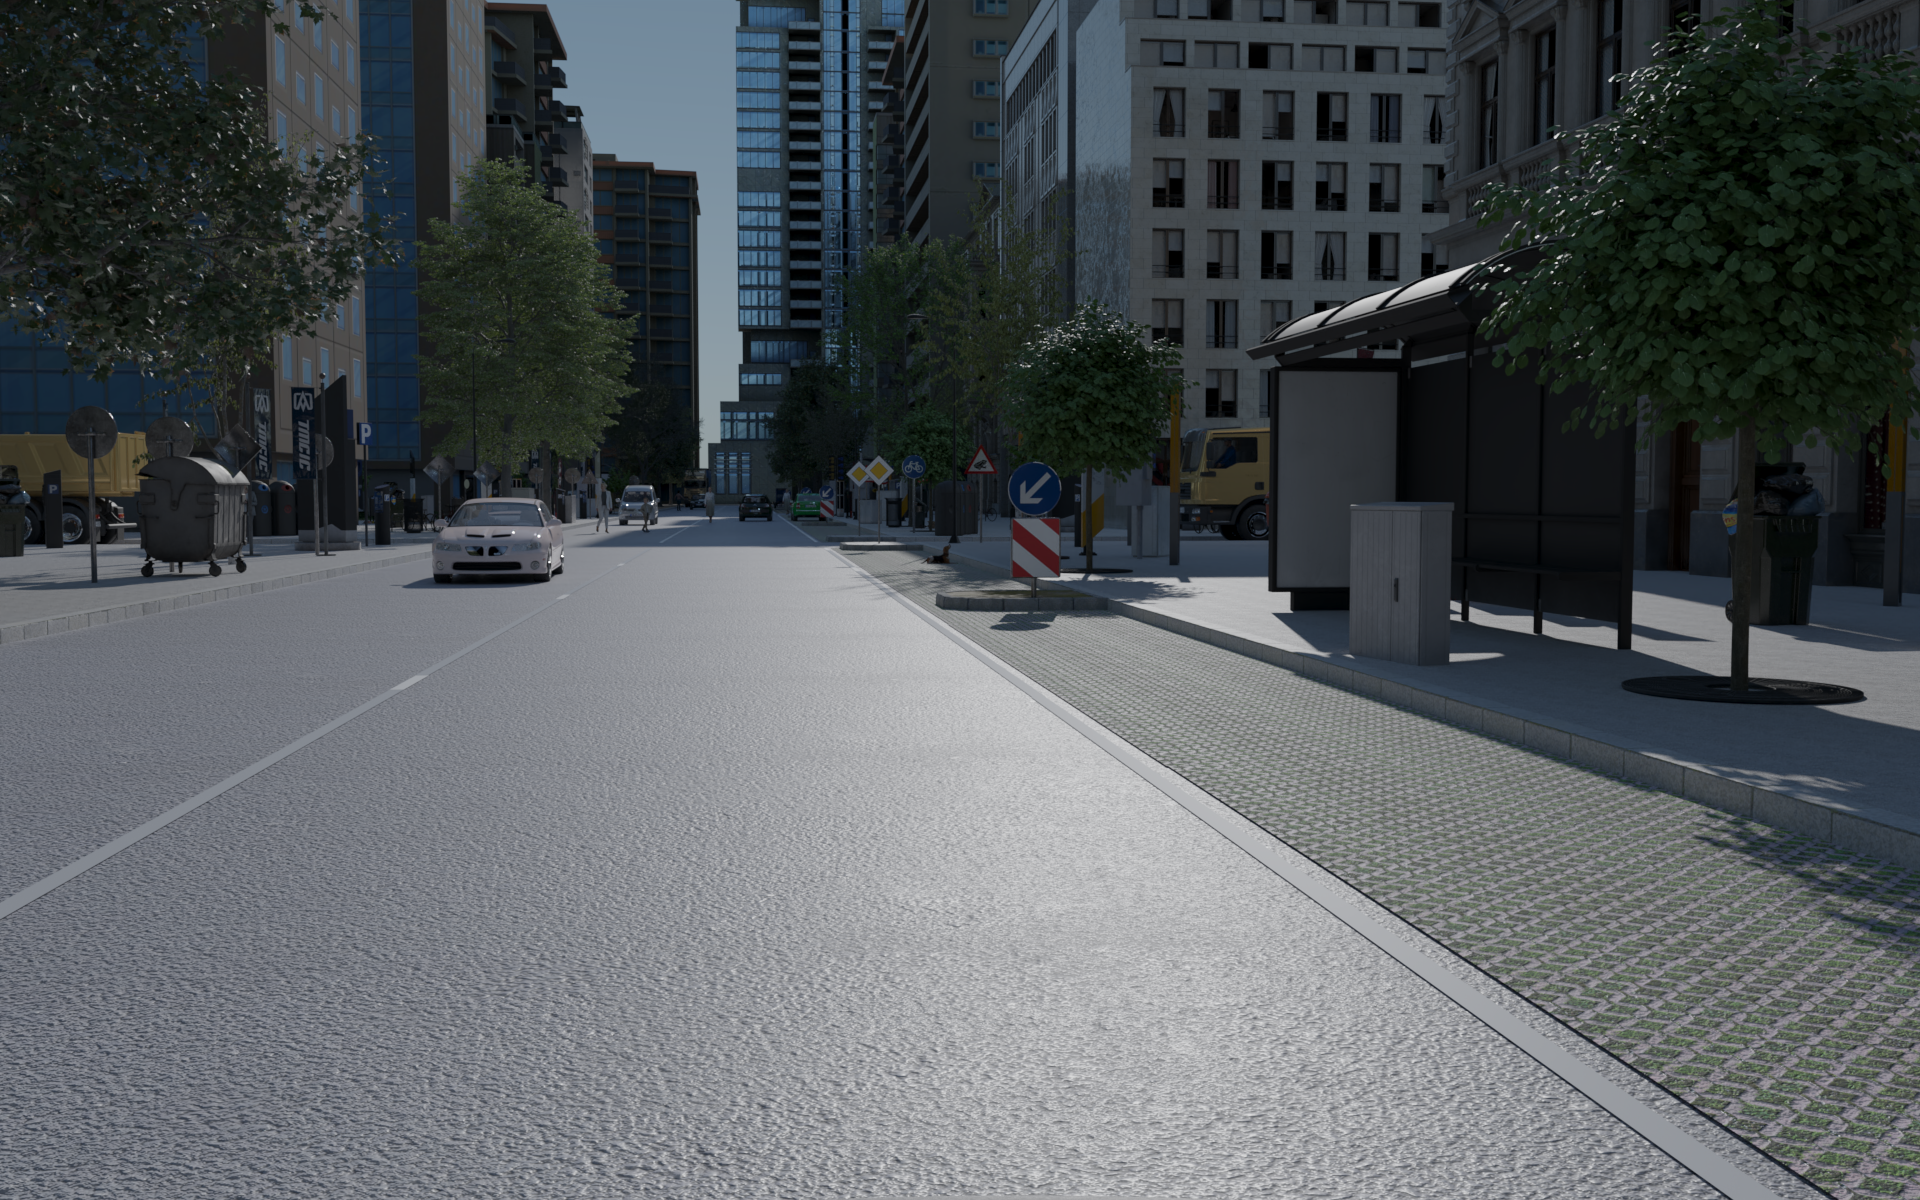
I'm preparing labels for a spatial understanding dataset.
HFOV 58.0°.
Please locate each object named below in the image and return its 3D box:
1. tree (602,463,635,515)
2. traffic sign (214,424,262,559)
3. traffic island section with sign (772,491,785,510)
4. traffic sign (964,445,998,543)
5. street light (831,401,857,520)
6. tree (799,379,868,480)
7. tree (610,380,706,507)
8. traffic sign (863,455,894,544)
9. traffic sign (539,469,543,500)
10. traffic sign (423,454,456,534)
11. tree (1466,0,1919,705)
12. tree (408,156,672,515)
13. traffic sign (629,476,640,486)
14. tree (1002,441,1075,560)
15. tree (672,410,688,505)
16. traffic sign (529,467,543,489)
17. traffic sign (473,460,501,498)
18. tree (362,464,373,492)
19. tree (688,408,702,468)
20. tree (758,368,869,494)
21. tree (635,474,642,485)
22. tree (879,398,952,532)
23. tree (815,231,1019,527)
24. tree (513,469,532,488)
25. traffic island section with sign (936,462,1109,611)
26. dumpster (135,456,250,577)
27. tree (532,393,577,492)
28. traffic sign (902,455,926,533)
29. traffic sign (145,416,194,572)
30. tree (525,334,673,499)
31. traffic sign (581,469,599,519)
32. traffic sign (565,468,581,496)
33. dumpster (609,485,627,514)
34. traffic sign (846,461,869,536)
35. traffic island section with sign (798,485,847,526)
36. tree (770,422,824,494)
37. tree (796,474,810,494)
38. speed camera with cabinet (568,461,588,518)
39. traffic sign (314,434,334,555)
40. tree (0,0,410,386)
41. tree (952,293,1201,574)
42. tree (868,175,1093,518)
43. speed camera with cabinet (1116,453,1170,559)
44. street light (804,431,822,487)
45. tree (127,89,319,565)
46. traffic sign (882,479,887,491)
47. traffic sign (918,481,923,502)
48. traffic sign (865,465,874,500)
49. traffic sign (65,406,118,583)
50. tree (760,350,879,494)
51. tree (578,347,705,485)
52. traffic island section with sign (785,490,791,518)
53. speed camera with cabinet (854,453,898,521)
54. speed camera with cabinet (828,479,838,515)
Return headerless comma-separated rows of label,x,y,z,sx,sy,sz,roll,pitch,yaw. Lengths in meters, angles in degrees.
tree,-21.878,-6.990,108.894,1.663,3.219,1.824,0,3,0
traffic sign,-11.863,-1.669,28.480,0.795,2.450,0.064,0,4,0
traffic island section with sign,-18.725,-10.517,180.577,1.989,1.847,2.006,0,4,-7
traffic sign,0.551,-2.779,45.436,0.884,2.594,0.081,0,4,-4
street light,-5.714,-6.943,86.067,1.470,5.913,1.316,0,4,-7
tree,-8.253,-10.080,115.165,4.360,8.622,3.978,0,3,0
tree,-30.413,-15.719,174.010,9.611,12.733,9.660,0,3,0
traffic sign,-2.099,-2.518,44.816,0.795,2.450,0.064,0,4,-7
traffic sign,-20.733,-5.225,85.533,0.768,2.556,0.104,0,4,-2
traffic sign,-13.064,-2.438,43.497,0.795,2.450,0.064,0,4,-7
tree,5.097,-1.670,11.022,4.285,4.588,4.351,0,3,0
tree,-15.125,-8.604,58.798,7.486,12.596,7.792,0,3,0
traffic sign,-22.538,-7.323,119.832,0.768,2.556,0.104,0,4,-5
tree,1.547,-2.428,34.298,1.663,3.219,1.824,0,3,0
tree,-16.471,-9.316,70.442,7.486,12.596,7.792,0,3,0
traffic sign,-20.154,-5.037,82.467,0.768,2.556,0.104,0,4,-2
traffic sign,-14.036,-2.922,51.423,0.795,2.450,0.064,0,4,-7
tree,-32.084,-5.989,92.514,1.663,3.219,1.824,0,3,0
tree,-33.918,-17.372,202.164,7.486,12.596,7.792,0,3,0
tree,-13.641,-15.339,161.157,12.009,13.543,11.850,0,3,0
tree,-24.692,-8.203,128.728,1.663,3.219,1.824,0,3,0
tree,-0.942,-4.610,59.090,4.285,4.588,4.351,0,3,0
tree,-1.719,-8.666,67.448,9.928,11.665,9.643,0,3,0
tree,-29.327,-7.342,114.646,1.663,3.219,1.824,0,3,0
traffic island section with sign,0.723,-0.822,22.060,1.989,1.847,2.006,0,4,-7
dumpster,-12.127,-1.324,27.402,1.264,1.857,1.865,0,4,-7
tree,-28.189,-10.378,120.050,4.737,8.622,4.395,0,3,0
traffic sign,-1.510,-3.461,56.698,0.768,2.556,0.104,0,4,-4
traffic sign,-12.961,-1.731,28.410,0.768,2.556,0.104,0,4,-5
tree,-21.049,-10.113,99.755,8.767,10.594,7.601,-3,5,-39
traffic sign,-19.197,-5.496,89.867,0.884,2.594,0.081,0,4,-4
traffic sign,-18.756,-5.123,83.872,0.768,2.556,0.104,0,4,-5
dumpster,-25.017,-7.492,124.995,1.502,2.255,1.985,0,4,-7
traffic sign,-3.071,-3.003,52.742,0.795,2.450,0.064,0,4,-7
traffic island section with sign,-6.136,-4.242,77.977,1.989,1.847,2.006,0,4,-7
tree,-17.496,-16.860,193.794,7.486,12.596,7.792,0,3,0
tree,-18.744,-15.499,203.765,4.737,8.622,4.395,0,3,0
speed camera with cabinet,-20.354,-5.982,92.147,0.660,3.252,2.038,-2,4,-26
traffic sign,-13.591,-2.229,36.543,0.768,2.556,0.104,0,4,-1
tree,-11.319,-6.197,18.328,9.611,12.733,9.660,0,3,0
tree,2.220,-2.735,28.432,4.285,4.588,4.351,0,3,0
tree,1.193,-5.454,39.531,4.737,8.622,4.395,0,3,0
speed camera with cabinet,3.710,-2.484,34.955,0.660,3.252,2.038,1,4,23
street light,-10.711,-9.439,126.871,1.470,5.913,1.316,0,4,-7
tree,-13.457,-4.962,31.483,4.360,8.622,3.978,0,3,0
traffic sign,-4.066,-5.648,92.449,0.768,2.556,0.104,0,4,1
traffic sign,-1.716,-4.732,77.469,0.768,2.556,0.104,0,4,-5
traffic sign,-4.161,-4.721,77.184,0.884,2.594,0.081,0,4,-5
traffic sign,-12.516,-1.521,24.967,0.768,2.556,0.104,0,4,3
tree,-11.313,-13.533,138.279,9.611,12.733,9.660,0,3,0
tree,-26.200,-14.232,143.071,12.009,13.543,11.850,0,3,0
traffic island section with sign,-9.423,-5.878,104.733,1.989,1.847,2.006,0,4,-7
speed camera with cabinet,-4.008,-5.417,82.902,2.038,3.252,0.660,0,4,4
speed camera with cabinet,-7.644,-6.769,105.001,0.660,3.252,2.038,0,4,1
